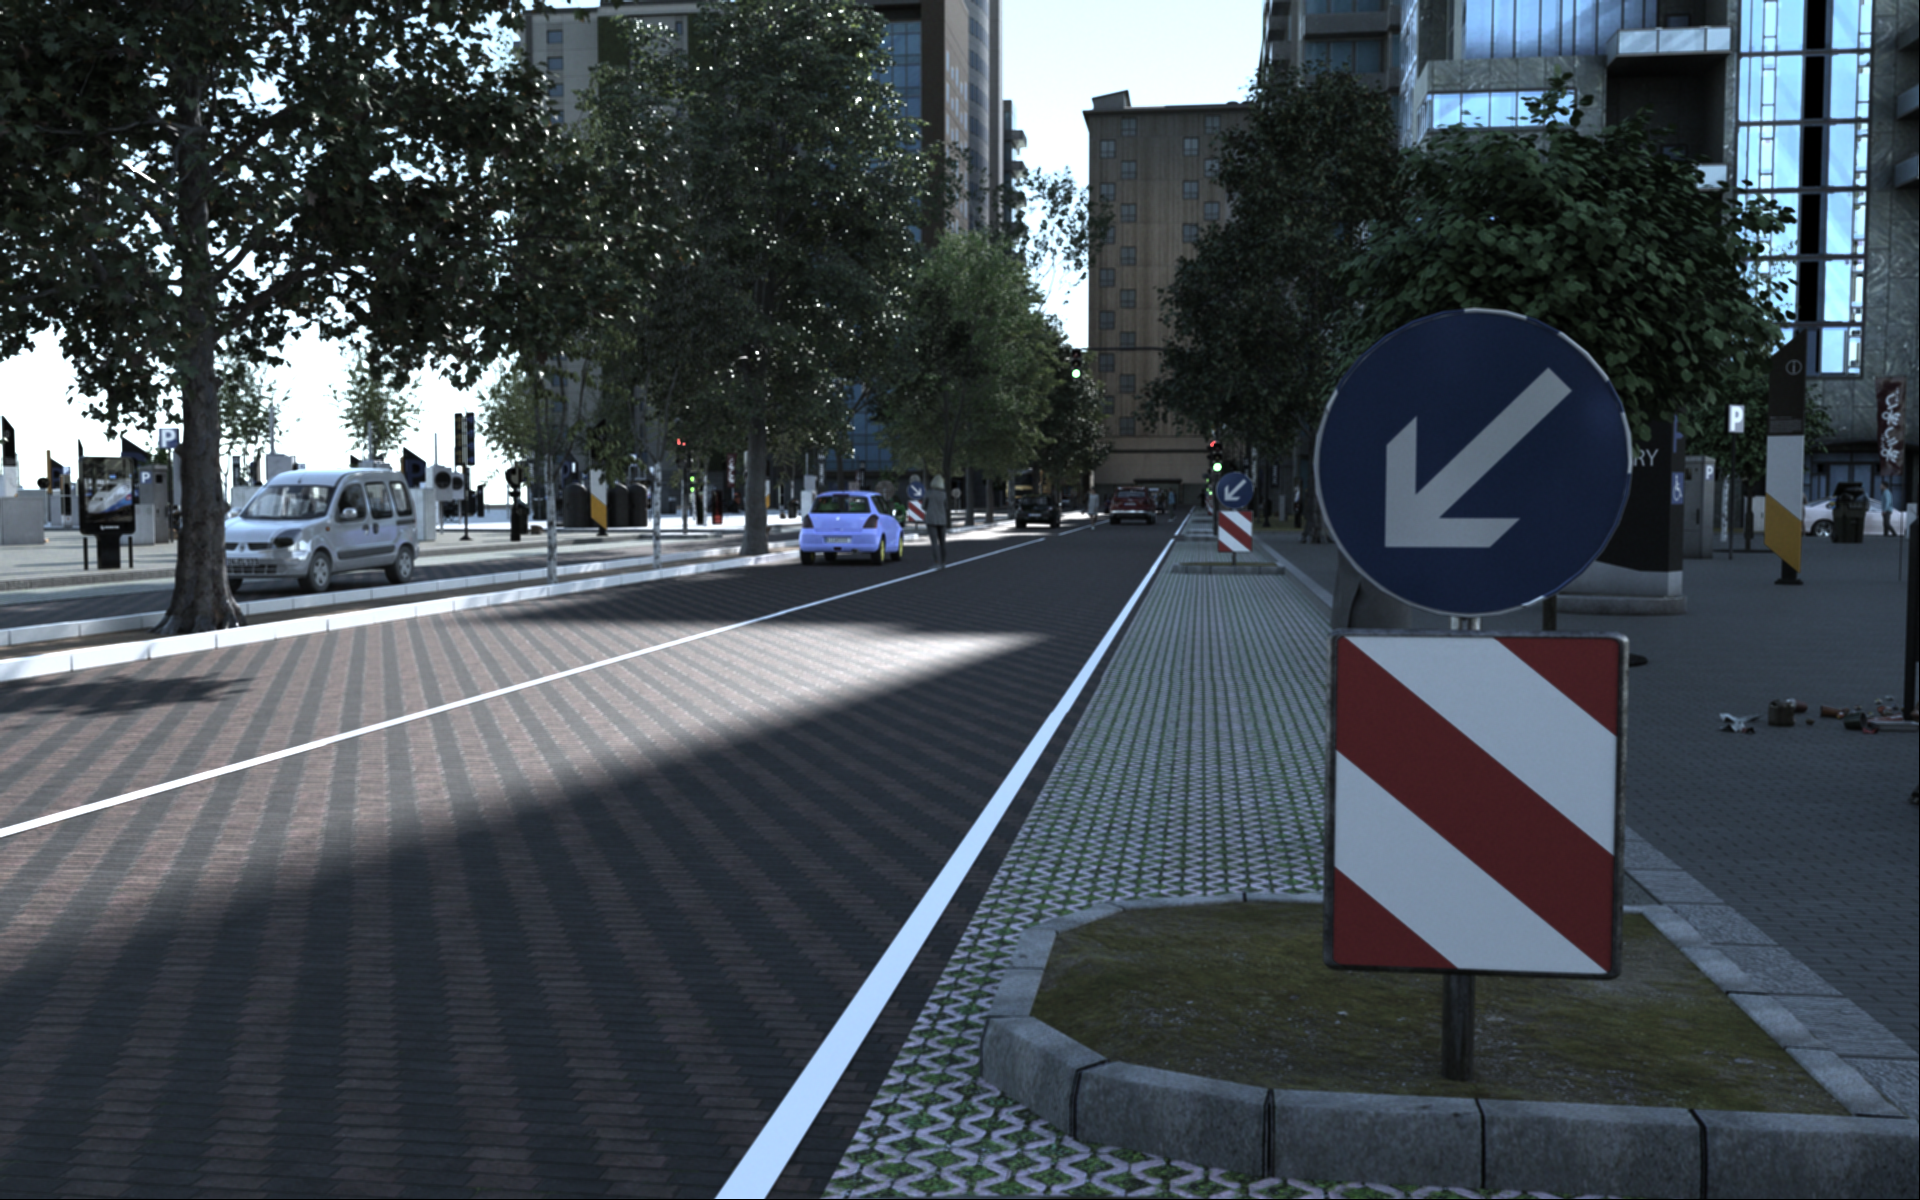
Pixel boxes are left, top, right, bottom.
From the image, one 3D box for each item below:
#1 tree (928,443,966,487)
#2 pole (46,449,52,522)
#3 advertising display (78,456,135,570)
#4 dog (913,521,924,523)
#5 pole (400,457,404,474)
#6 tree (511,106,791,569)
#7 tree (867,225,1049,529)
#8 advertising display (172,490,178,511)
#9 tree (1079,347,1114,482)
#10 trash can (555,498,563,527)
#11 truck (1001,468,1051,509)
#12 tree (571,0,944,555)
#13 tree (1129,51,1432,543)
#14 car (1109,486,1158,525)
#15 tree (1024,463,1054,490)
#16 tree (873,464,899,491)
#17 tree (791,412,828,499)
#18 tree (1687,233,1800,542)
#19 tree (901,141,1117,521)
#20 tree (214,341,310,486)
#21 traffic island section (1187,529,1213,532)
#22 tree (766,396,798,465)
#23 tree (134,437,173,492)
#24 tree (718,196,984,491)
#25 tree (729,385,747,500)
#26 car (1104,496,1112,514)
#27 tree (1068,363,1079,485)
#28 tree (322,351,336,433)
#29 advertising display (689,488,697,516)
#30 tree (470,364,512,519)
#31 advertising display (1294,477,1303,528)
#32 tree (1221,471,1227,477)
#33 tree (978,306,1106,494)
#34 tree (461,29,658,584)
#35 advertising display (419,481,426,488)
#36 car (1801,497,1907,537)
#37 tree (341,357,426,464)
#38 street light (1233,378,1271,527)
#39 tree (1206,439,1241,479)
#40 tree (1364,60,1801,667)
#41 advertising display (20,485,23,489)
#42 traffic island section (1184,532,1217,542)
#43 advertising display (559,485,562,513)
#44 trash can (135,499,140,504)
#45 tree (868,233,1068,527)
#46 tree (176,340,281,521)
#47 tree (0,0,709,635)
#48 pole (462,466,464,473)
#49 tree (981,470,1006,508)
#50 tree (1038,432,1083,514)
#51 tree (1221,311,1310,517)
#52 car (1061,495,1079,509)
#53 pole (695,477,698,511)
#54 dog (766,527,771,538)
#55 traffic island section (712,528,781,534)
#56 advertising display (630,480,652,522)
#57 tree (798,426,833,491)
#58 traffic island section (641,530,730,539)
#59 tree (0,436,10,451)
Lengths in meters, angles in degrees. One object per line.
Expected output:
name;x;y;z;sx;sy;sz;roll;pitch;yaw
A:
tree;-0.879;-11.313;135.328;4.360;8.622;3.978;0;3;0
pole;-41.640;-5.221;79.207;0.158;3.312;0.155;0;3;0
advertising display;-14.619;-1.498;29.699;0.123;1.923;0.974;2;4;29
dog;-2.072;-4.072;86.771;0.550;0.427;0.748;0;4;1
pole;-30.311;-6.134;94.140;0.158;3.312;0.155;0;3;0
tree;-5.763;-4.907;33.041;4.360;8.622;3.978;0;3;0
tree;-0.428;-8.433;66.092;9.928;11.665;9.643;0;3;0
advertising display;-50.131;-6.446;110.608;0.123;1.923;0.974;0;4;-6
tree;6.574;-12.078;118.065;7.486;12.596;7.792;0;3;0
trash can;-15.664;-3.419;67.557;0.748;1.137;0.748;0;3;0
truck;5.257;-8.391;133.111;3.469;3.379;9.791;1;4;9
tree;-4.818;-8.025;40.324;9.857;13.997;8.962;0;3;0
tree;9.241;-7.844;45.256;9.611;12.733;9.660;0;3;0
car;8.315;-4.554;83.131;2.281;1.827;5.304;1;4;9
tree;9.251;-15.237;199.493;4.360;8.622;3.978;0;3;0
tree;-4.698;-6.942;108.106;1.663;3.219;1.824;0;3;0
tree;-9.770;-9.050;98.332;4.360;8.622;3.978;0;3;0
tree;20.602;-5.895;46.746;4.737;8.622;4.395;0;3;0
tree;1.673;-14.370;93.295;12.611;20.169;13.585;0;3;0
tree;-31.910;-7.829;78.360;4.360;8.622;3.978;0;3;0
traffic island section;9.050;-2.394;61.426;2.009;0.180;2.903;0;4;8
tree;-12.799;-9.611;107.506;4.737;8.622;4.395;0;3;0
tree;-24.035;-3.528;52.279;1.663;3.219;1.824;0;3;0
tree;-3.357;-6.957;50.624;8.767;10.594;7.601;0;4;8
tree;-13.020;-8.141;83.473;4.737;8.622;4.395;0;3;0
car;11.463;-6.944;126.109;1.945;1.354;3.894;1;4;9
tree;1.351;-9.893;82.336;7.486;12.596;7.792;0;3;0
tree;-23.416;-7.257;69.016;4.737;8.622;4.395;0;3;0
advertising display;-15.935;-5.999;103.304;0.123;1.923;0.974;-2;4;-29
tree;-23.592;-8.549;90.136;4.360;8.622;3.978;0;3;0
advertising display;12.770;-3.682;65.419;0.123;1.923;0.974;0;4;-2
tree;6.478;-2.471;24.109;4.285;4.588;4.351;0;3;0
tree;4.573;-11.312;104.417;9.611;12.733;9.660;0;3;0
tree;-6.435;-4.529;26.869;4.737;8.622;4.395;0;3;0
advertising display;-26.566;-4.978;86.611;0.974;1.923;0.123;0;4;2
car;28.320;-2.587;54.660;4.827;1.381;2.083;0;4;6
tree;-29.928;-8.499;89.314;4.360;8.622;3.978;0;3;0
street light;11.438;-5.811;67.556;1.470;5.913;1.316;0;4;8
tree;30.777;-15.367;201.615;4.360;8.622;3.978;0;3;0
tree;4.558;-1.815;13.388;4.285;4.588;4.351;0;3;0
advertising display;-68.756;-7.420;126.528;0.123;1.923;0.974;0;4;5
traffic island section;7.943;-1.911;53.518;2.009;0.180;2.903;0;4;8
advertising display;-26.474;-6.806;116.484;0.974;1.923;0.123;0;4;-5
trash can;-22.665;-2.200;47.630;0.748;1.137;0.748;0;3;0
tree;0.365;-9.434;74.829;7.486;12.596;7.792;0;3;0
tree;-30.072;-7.373;70.913;4.737;8.622;4.395;0;3;0
tree;-7.842;-6.010;17.735;9.611;12.733;9.660;0;3;0
pole;-32.337;-7.277;112.822;0.158;3.312;0.155;0;3;0
tree;3.613;-10.735;159.232;4.285;4.588;4.351;0;3;0
tree;7.253;-10.491;124.350;4.737;8.622;4.395;0;3;0
tree;16.281;-10.411;95.973;9.928;11.665;9.643;0;3;0
car;10.852;-9.798;172.771;1.945;1.354;3.894;1;4;9
pole;-20.249;-8.528;133.274;0.158;3.312;0.155;0;3;0
dog;-5.584;-1.797;48.664;0.540;0.507;0.406;-1;4;-9
traffic island section;-7.777;-2.538;63.778;2.009;0.180;2.903;0;4;8
advertising display;-14.698;-4.558;79.735;0.974;1.923;0.123;0;4;-8
tree;-12.061;-11.414;136.983;4.737;8.622;4.395;0;3;0
traffic island section;-8.884;-2.054;55.870;2.009;0.180;2.903;0;4;8
tree;-15.995;-1.973;26.861;1.663;3.219;1.824;0;3;0
